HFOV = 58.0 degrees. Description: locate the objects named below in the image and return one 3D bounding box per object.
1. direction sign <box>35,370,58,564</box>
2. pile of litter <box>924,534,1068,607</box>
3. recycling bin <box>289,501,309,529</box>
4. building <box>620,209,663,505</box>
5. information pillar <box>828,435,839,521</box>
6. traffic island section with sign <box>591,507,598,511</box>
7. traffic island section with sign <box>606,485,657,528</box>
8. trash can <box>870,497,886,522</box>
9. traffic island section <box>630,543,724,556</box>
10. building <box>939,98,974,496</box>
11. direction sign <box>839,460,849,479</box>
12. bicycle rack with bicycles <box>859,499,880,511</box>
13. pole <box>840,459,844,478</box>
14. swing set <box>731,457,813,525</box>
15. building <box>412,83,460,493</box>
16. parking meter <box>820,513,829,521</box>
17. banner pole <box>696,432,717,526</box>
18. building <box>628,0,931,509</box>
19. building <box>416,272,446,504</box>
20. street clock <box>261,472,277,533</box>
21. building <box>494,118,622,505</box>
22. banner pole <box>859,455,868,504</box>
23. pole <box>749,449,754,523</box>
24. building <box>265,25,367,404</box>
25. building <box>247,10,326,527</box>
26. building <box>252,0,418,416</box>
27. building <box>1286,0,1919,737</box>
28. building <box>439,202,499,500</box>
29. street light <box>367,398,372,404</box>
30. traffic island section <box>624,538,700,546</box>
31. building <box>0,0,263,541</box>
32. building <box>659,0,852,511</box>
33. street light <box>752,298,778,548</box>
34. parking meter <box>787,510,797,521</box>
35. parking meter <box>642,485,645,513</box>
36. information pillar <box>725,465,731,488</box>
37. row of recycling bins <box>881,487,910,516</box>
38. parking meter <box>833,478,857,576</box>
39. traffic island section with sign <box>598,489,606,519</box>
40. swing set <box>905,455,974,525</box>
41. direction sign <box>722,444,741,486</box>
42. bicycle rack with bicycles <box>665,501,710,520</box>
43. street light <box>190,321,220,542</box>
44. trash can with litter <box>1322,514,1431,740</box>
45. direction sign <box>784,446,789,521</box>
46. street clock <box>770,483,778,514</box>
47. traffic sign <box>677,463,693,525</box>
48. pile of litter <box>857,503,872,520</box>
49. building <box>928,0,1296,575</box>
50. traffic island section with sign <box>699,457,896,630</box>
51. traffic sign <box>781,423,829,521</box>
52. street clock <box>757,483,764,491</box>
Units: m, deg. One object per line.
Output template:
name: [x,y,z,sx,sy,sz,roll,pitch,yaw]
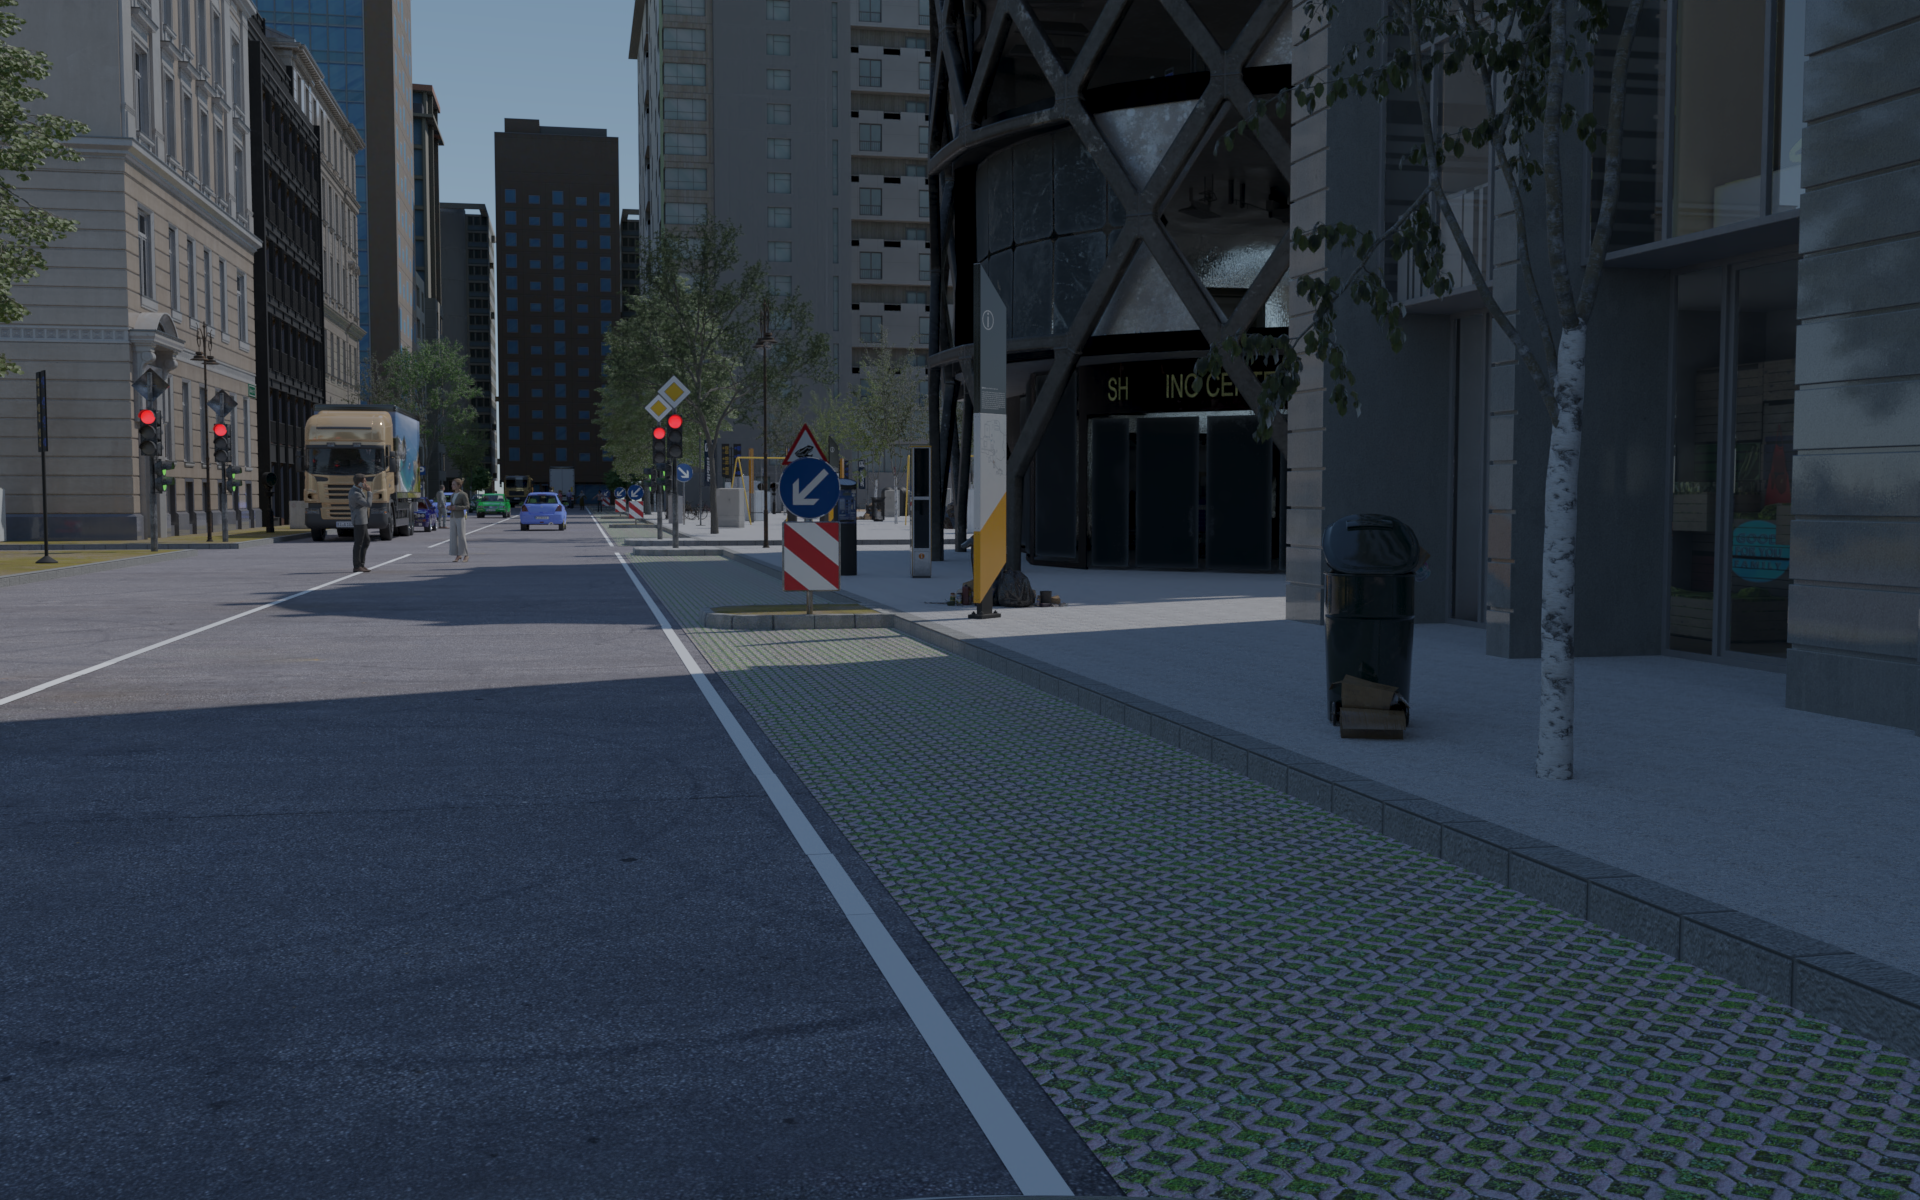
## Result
direction sign: [-16.934,-2.447,32.006,0.379,3.537,0.876,-3,4,-37]
pile of litter: [0.411,-0.376,20.109,1.719,0.858,1.176,3,5,43]
recycling bin: [-24.164,-3.124,63.638,0.722,1.027,0.722,0,4,-3]
building: [-32.062,-32.555,224.154,23.993,40.220,32.217,-1,4,-12]
information pillar: [-5.076,-4.772,69.370,0.183,3.616,0.504,3,5,44]
traffic island section with sign: [-30.422,-8.543,148.306,1.989,1.847,2.006,-1,4,-12]
traffic island section with sign: [-13.861,-3.959,73.358,1.989,1.847,2.006,-1,4,-12]
trash can: [-3.806,-4.220,80.653,0.748,1.137,0.748,0,3,0]
traffic island section: [-6.731,-1.154,41.143,2.009,0.180,2.903,-1,4,-12]
building: [-13.962,-34.743,157.291,28.713,52.752,27.495,-1,4,-12]
direction sign: [-7.843,-7.644,116.980,0.876,3.537,0.379,3,4,38]
bicycle rack with bicycles: [-6.109,-6.839,125.195,2.852,0.926,2.925,-1,4,-20]
pole: [-6.772,-6.458,99.439,0.158,3.312,0.155,0,3,0]
swing set: [-8.242,-4.650,73.654,3.119,2.851,2.862,-2,4,-29]
building: [-66.449,-31.988,177.632,28.867,44.769,22.147,-1,4,-12]
parking meter: [-6.006,-4.371,77.177,0.399,1.863,0.255,-3,5,-43]
banner pole: [-10.286,-4.900,70.136,0.863,3.779,0.401,0,4,-3]
building: [-19.984,-36.381,184.068,28.713,52.752,27.495,-1,4,-12]
building: [-58.472,-18.317,144.519,27.650,21.520,28.899,-1,4,-12]
street clock: [-22.896,-3.233,57.434,0.358,2.002,0.471,2,4,25]
building: [-48.663,-34.283,210.632,14.200,45.320,14.600,-1,4,-12]
banner pole: [-6.099,-7.370,110.510,0.863,3.779,0.401,1,4,18]
pole: [-9.356,-5.126,77.650,0.158,3.312,0.155,0,3,0]
building: [-39.545,-18.062,92.572,12.463,27.353,25.104,-1,4,-12]
building: [-34.425,-14.876,72.898,12.332,23.373,15.834,-1,4,-12]
building: [-46.947,-28.994,124.158,14.600,45.320,14.200,-1,4,-12]
building: [11.759,-13.831,3.625,11.434,29.767,29.804,-1,4,-12]
building: [-70.218,-32.038,215.710,23.993,40.220,32.217,-1,4,-12]
street light: [-28.421,-6.774,83.551,0.468,5.910,1.993,-1,4,-12]
traffic island section: [-8.455,-1.631,48.941,2.009,0.180,2.903,-1,4,-12]
building: [-30.908,-16.467,55.136,13.634,28.700,20.117,-1,4,-12]
building: [-16.286,-27.621,135.199,14.154,41.232,14.086,-1,4,-12]
street light: [-4.624,-4.179,41.122,0.468,5.910,1.993,-1,4,-12]
parking meter: [-6.165,-3.376,63.608,0.372,1.533,0.369,0,3,0]
parking meter: [-20.860,-6.666,114.696,0.399,1.863,0.255,-3,5,-44]
information pillar: [-16.315,-7.989,121.970,0.504,3.616,0.183,-2,4,-24]
row of recycling bins: [-2.940,-5.735,100.879,3.534,1.692,1.069,1,4,18]
parking meter: [-1.811,-1.156,27.305,0.372,1.533,0.369,0,3,0]
traffic island section with sign: [-19.675,-5.569,99.681,1.989,1.847,2.006,-1,4,-12]
swing set: [-0.544,-4.425,69.971,3.119,2.851,2.862,0,4,-7]
direction sign: [-10.280,-5.258,77.973,0.876,3.537,0.379,0,4,-1]
bicycle rack with bicycles: [-13.509,-4.474,86.526,2.925,0.926,2.852,1,4,21]
street light: [-20.209,-4.507,46.473,0.468,5.910,1.993,-1,4,-12]
trash can with litter: [2.298,0.120,9.433,0.624,1.170,1.055,1,4,8]
direction sign: [-8.112,-5.472,81.458,0.379,3.537,0.876,0,4,5]
street clock: [-11.771,-6.429,109.679,0.471,2.002,0.358,0,4,7]
traffic sign: [-11.521,-4.412,72.246,0.768,2.556,0.104,-1,4,-10]
pile of litter: [-4.679,-4.414,86.126,1.176,0.858,1.719,-1,4,-15]
building: [7.561,-10.147,33.360,16.820,18.784,16.811,-1,4,-12]
traffic island section with sign: [-1.858,-0.641,19.115,1.989,1.847,2.006,-1,4,-12]
traffic sign: [-2.848,-1.953,31.929,0.884,2.594,0.081,-1,4,-12]
street clock: [-13.054,-6.678,113.759,0.471,2.002,0.358,1,4,16]
